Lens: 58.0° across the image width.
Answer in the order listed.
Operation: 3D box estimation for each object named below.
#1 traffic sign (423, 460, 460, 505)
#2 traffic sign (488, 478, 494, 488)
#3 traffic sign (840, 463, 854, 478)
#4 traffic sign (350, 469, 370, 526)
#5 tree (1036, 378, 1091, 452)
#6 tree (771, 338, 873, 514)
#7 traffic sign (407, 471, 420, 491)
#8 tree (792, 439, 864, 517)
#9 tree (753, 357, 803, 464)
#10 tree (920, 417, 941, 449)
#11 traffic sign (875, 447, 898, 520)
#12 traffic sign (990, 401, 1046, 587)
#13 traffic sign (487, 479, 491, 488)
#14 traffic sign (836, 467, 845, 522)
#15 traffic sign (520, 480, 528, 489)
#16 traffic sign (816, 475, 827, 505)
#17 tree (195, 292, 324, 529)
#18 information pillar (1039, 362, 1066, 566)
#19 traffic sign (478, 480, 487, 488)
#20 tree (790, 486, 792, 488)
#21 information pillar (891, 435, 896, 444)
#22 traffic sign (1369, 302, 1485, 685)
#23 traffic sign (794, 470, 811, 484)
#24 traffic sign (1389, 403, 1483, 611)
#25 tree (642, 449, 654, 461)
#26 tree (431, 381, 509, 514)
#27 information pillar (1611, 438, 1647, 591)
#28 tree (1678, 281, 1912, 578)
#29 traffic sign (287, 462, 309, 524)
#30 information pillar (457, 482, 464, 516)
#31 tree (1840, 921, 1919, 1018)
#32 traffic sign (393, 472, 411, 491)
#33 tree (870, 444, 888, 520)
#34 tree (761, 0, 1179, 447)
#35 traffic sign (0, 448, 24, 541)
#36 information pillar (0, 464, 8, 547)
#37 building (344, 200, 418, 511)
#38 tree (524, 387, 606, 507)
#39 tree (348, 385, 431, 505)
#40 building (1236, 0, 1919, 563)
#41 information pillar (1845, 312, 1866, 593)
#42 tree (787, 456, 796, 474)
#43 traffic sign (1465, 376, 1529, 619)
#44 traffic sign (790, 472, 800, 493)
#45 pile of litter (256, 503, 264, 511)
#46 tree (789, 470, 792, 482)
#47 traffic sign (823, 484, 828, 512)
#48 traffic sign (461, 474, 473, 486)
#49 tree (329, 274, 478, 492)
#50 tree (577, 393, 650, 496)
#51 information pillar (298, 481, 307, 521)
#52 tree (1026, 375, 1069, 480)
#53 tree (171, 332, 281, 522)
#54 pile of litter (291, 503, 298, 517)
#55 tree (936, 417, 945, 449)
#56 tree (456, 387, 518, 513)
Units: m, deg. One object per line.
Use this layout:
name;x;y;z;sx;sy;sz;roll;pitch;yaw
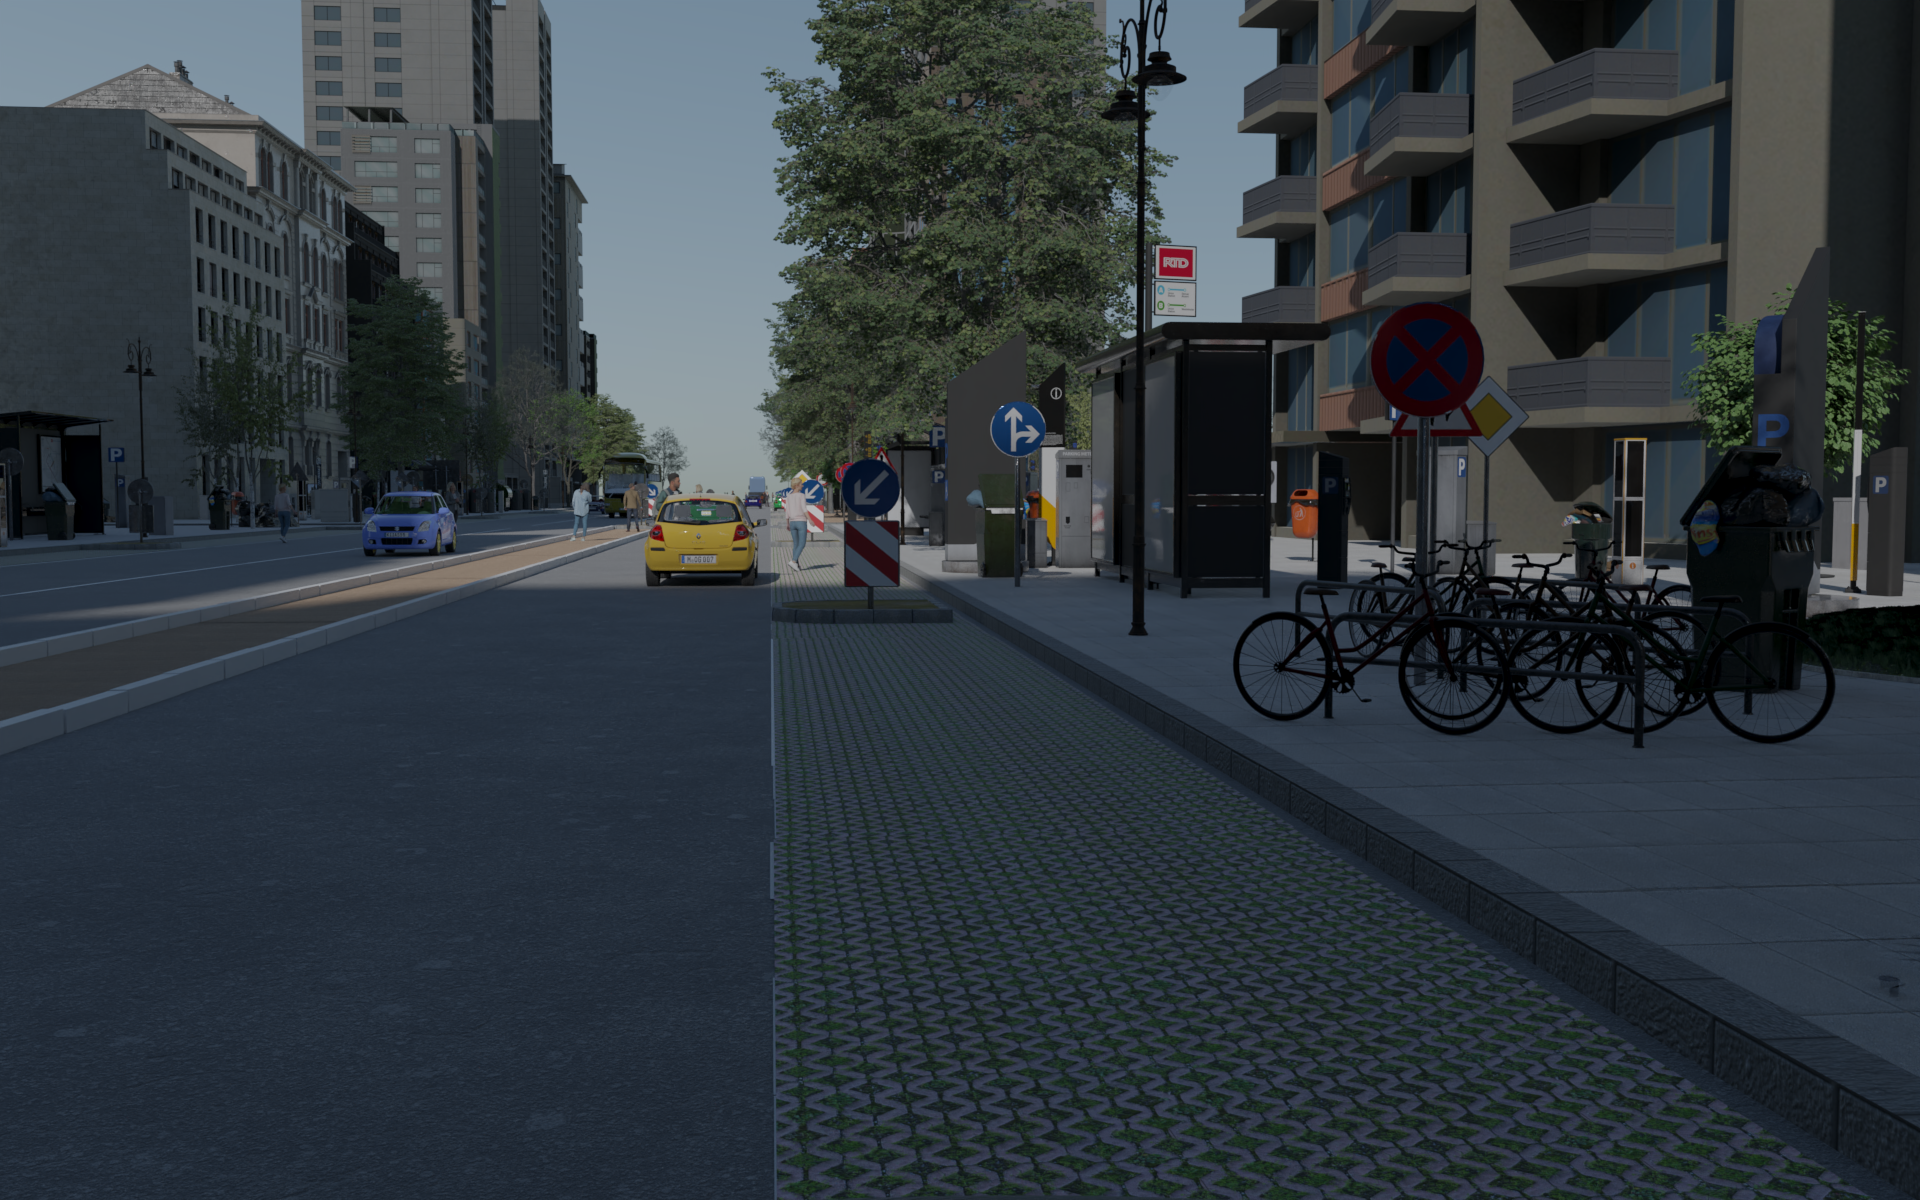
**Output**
traffic sign;-31.068;-6.720;103.750;2.265;3.308;0.079;0;4;3
traffic sign;-35.544;-8.015;131.148;0.768;2.556;0.104;0;4;3
traffic sign;-4.449;-4.277;70.040;0.768;2.556;0.104;0;4;-3
traffic sign;-24.109;-4.037;69.653;0.795;2.450;0.064;0;4;-6
tree;7.260;-9.497;105.646;4.737;8.622;4.395;0;3;0
tree;-8.485;-11.903;112.737;7.486;12.596;7.792;0;3;0
traffic sign;-30.255;-5.855;95.827;0.768;2.556;0.104;0;4;-2
tree;-6.589;-7.020;98.499;4.285;4.588;4.351;0;3;0
tree;-23.950;-23.510;240.275;12.611;20.169;13.585;0;3;0
tree;-3.393;-10.552;122.881;4.360;8.622;3.978;0;3;0
traffic sign;-2.154;-2.920;47.738;0.884;2.594;0.081;0;4;2
traffic sign;0.796;-1.455;23.903;0.768;2.556;0.104;0;4;-5
traffic sign;-33.817;-7.506;123.901;0.795;2.450;0.064;0;4;-3
traffic sign;-5.288;-4.828;79.038;0.768;2.556;0.104;0;4;-2
traffic sign;-38.150;-9.263;151.551;0.768;2.556;0.104;0;4;-3
traffic sign;-8.145;-6.276;102.713;0.768;2.556;0.104;0;4;-5
tree;-25.910;-6.929;63.659;4.737;8.622;4.395;0;3;0
information pillar;1.656;-2.417;30.879;0.504;3.616;0.183;1;4;22
traffic sign;-33.848;-7.381;122.808;0.606;2.300;0.079;0;4;-2
tree;-29.583;-19.046;306.004;1.663;3.219;1.824;0;3;0
information pillar;-2.461;-4.483;64.653;0.183;3.616;0.504;1;4;16
traffic sign;3.095;-0.702;11.580;0.768;2.556;0.104;0;4;-1
traffic sign;-6.517;-4.153;71.550;0.795;2.450;0.064;0;4;-6
traffic sign;4.413;-0.986;16.132;0.884;2.594;0.081;0;4;-5
tree;-49.980;-19.827;274.540;4.737;8.622;4.395;0;3;0
tree;-31.100;-9.896;112.164;4.360;8.622;3.978;0;3;0
information pillar;8.851;-1.127;22.925;0.304;2.012;0.304;0;4;-6
tree;12.932;-2.641;26.899;4.285;4.588;4.351;0;3;0
traffic sign;-26.511;-4.241;69.342;0.884;2.594;0.081;0;4;-1
information pillar;-29.683;-6.017;102.869;0.304;2.012;0.304;0;4;-3
tree;2.966;-5.718;3.855;12.009;13.543;11.850;0;3;0
traffic sign;-24.977;-4.523;77.591;0.795;2.450;0.064;0;4;-6
tree;-2.637;-3.899;58.347;1.663;3.219;1.824;0;3;0
tree;0.282;-7.956;36.737;9.857;13.997;8.962;0;3;0
traffic sign;-26.127;-2.907;47.628;0.768;2.556;0.104;0;4;0
information pillar;-23.184;-2.275;41.688;0.304;2.012;0.304;0;4;1
building;-50.446;-18.696;135.357;12.332;23.373;15.834;0;4;-6
tree;-38.372;-14.877;168.994;9.928;11.665;9.643;0;3;0
tree;-38.543;-10.160;116.485;4.360;8.622;3.978;0;3;0
building;19.642;-23.881;45.072;22.147;44.769;28.867;0;4;-6
information pillar;11.673;-1.907;22.532;0.183;3.616;0.504;2;4;26
tree;-19.758;-16.394;218.409;4.737;8.622;4.395;0;3;0
traffic sign;5.164;-0.968;17.007;0.795;2.450;0.064;0;4;1
traffic sign;-7.385;-4.639;79.488;0.795;2.450;0.064;0;4;-6
pile of litter;-35.798;-4.555;88.444;1.719;0.858;1.176;1;4;20
tree;-10.211;-9.134;133.059;4.285;4.588;4.351;0;3;0
traffic sign;-9.453;-7.519;122.945;0.884;2.594;0.081;0;4;-2
traffic sign;-30.835;-6.622;108.379;0.768;2.556;0.104;0;4;-2
tree;-28.727;-10.496;89.738;7.486;12.596;7.792;0;3;0
tree;-39.848;-16.924;194.829;7.486;12.596;7.792;0;3;0
information pillar;-31.858;-4.854;83.861;0.304;2.012;0.304;0;4;5
tree;3.186;-8.582;90.672;4.360;8.622;3.978;0;3;0
tree;-32.863;-7.803;77.934;4.360;8.622;3.978;0;3;0
pile of litter;-36.725;-5.002;95.755;1.176;0.858;1.719;-1;4;-12
tree;-0.960;-11.968;146.039;4.737;8.622;4.395;0;3;0
tree;-32.100;-10.305;118.843;4.737;8.622;4.395;0;3;0
